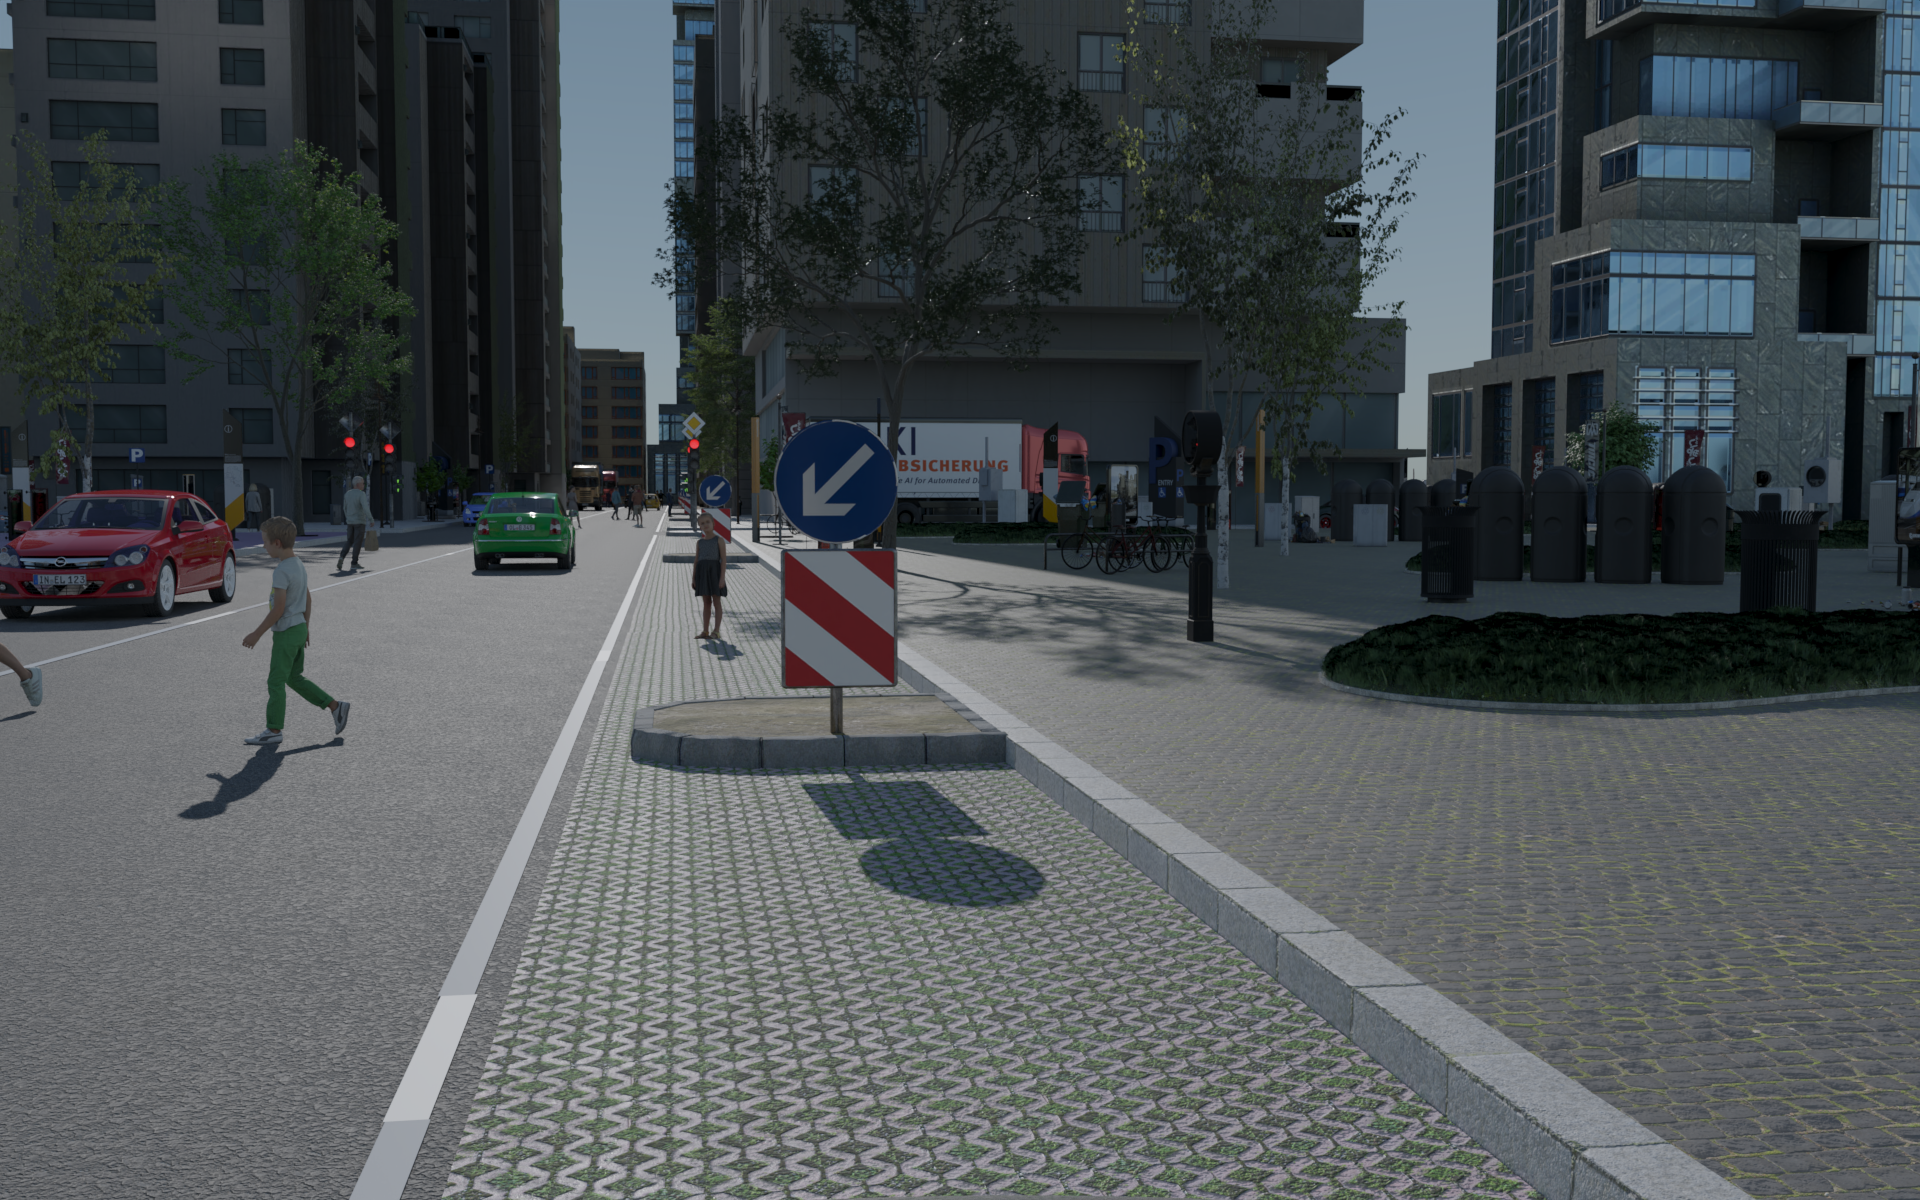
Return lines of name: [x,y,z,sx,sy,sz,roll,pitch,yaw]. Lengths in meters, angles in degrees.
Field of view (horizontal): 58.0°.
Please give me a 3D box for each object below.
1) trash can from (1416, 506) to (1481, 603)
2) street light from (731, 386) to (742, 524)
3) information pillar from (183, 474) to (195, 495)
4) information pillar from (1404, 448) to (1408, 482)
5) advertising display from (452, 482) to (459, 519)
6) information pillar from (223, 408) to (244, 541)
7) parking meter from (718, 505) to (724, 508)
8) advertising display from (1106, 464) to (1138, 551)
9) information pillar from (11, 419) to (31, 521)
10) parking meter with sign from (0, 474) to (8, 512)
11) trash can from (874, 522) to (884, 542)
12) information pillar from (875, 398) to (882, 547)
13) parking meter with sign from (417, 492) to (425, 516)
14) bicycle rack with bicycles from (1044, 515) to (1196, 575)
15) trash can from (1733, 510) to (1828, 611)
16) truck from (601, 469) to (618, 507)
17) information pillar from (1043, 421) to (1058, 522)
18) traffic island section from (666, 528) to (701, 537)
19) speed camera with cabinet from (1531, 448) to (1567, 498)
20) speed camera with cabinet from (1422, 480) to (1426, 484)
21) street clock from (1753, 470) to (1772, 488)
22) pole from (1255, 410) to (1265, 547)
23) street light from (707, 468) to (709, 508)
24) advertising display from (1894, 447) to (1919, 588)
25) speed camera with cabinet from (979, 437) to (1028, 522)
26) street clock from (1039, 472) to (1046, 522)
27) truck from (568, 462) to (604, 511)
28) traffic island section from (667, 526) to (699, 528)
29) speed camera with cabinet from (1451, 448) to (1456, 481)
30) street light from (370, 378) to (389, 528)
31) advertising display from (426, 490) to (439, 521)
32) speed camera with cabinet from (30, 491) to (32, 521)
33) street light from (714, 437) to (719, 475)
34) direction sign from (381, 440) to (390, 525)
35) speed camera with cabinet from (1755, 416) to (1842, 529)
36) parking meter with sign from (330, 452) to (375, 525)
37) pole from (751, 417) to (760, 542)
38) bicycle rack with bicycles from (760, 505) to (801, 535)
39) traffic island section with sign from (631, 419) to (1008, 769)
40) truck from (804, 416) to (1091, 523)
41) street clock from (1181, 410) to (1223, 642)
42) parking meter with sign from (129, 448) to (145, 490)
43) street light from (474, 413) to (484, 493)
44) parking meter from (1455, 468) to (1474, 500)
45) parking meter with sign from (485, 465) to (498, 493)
trash can: [5.790,-0.545,20.557,0.748,1.137,0.748,0,3,0]
street light: [-9.472,-6.176,73.769,0.468,5.910,1.993,-1,4,-9]
information pillar: [-28.872,-3.694,64.882,0.304,2.012,0.304,3,4,38]
information pillar: [22.484,-5.905,87.900,0.504,3.616,0.183,3,4,37]
advertising display: [-26.723,-5.227,90.682,0.974,1.923,0.123,-1,4,-14]
information pillar: [-19.881,-3.426,47.373,0.504,3.616,0.183,0,4,-8]
parking meter: [-11.488,-4.742,83.243,0.255,1.863,0.399,0,4,-3]
advertising display: [3.545,-1.997,37.871,0.123,1.923,0.974,3,5,44]
information pillar: [-29.471,-3.855,54.392,0.504,3.616,0.183,0,4,-4]
parking meter with sign: [-37.360,-4.339,67.197,0.543,3.016,1.738,2,4,34]
trash can: [-2.142,-2.115,46.241,0.748,1.137,0.748,0,3,0]
information pillar: [-1.960,-3.093,41.931,0.183,3.616,0.504,0,4,-3]
parking meter with sign: [-31.654,-6.351,100.096,1.738,3.016,0.543,2,4,29]
bicycle rack with bicycles: [2.861,-0.956,29.012,2.925,0.926,2.852,-2,4,-30]
trash can: [7.111,-0.208,15.048,0.748,1.137,0.748,0,3,0]
truck: [-39.549,-12.524,193.682,2.839,4.237,11.283,-1,4,-10]
information pillar: [2.922,-3.927,55.565,0.504,3.616,0.183,0,4,2]
traffic island section: [-9.041,-2.261,59.251,2.009,0.180,2.903,-1,4,-9]
speed camera with cabinet: [25.565,-4.927,74.897,0.660,3.252,2.038,-1,4,-17]
speed camera with cabinet: [29.872,-7.238,112.672,0.660,3.252,2.038,-1,4,-15]
street clock: [24.574,-2.967,53.086,0.358,2.002,0.471,-3,5,-42]
pole: [7.260,-2.941,41.929,0.158,3.312,0.155,0,3,0]
street light: [-20.560,-10.297,141.141,0.468,5.910,1.993,-1,4,-9]
advertising display: [13.105,-1.126,23.617,0.123,1.923,0.974,0,4,-5]
speed camera with cabinet: [1.490,-3.987,59.525,0.660,3.252,2.038,-3,4,-37]
street clock: [2.778,-3.246,57.639,0.358,2.002,0.471,1,4,12]
truck: [-33.008,-10.063,153.447,2.839,4.237,11.283,-1,4,-10]
traffic island section: [-10.346,-2.743,67.129,2.009,0.180,2.903,-1,4,-9]
speed camera with cabinet: [21.051,-4.822,73.181,0.660,3.252,2.038,1,4,18]
street light: [-21.872,-5.661,65.345,0.468,5.910,1.993,-1,4,-9]
advertising display: [-25.013,-4.702,82.095,0.974,1.923,0.123,3,5,45]
speed camera with cabinet: [-43.464,-5.302,81.021,2.038,3.252,0.660,0,4,-3]
street light: [-15.014,-8.246,107.603,0.468,5.910,1.993,-1,4,-9]
direction sign: [-23.940,-4.908,72.245,0.379,3.537,0.876,1,4,11]
speed camera with cabinet: [21.541,-3.072,44.556,0.660,3.252,2.038,-2,4,-30]
parking meter with sign: [-25.336,-4.643,72.178,1.738,3.016,0.543,-3,4,-38]
pole: [-5.442,-3.198,46.136,0.158,3.312,0.155,0,3,0]
bicycle rack with bicycles: [-5.106,-2.625,56.295,2.925,0.926,2.852,-3,5,-44]
traffic island section with sign: [-0.881,-0.081,9.958,1.989,1.847,2.006,-1,4,-9]
truck: [-0.153,-4.626,64.546,11.283,4.237,2.839,-1,4,-11]
street clock: [2.098,-0.642,15.064,0.358,2.002,0.471,-1,4,-10]
parking meter with sign: [-31.538,-4.293,66.453,0.543,3.016,1.738,-2,4,-25]
street light: [-27.609,-7.749,99.490,0.468,5.910,1.993,-1,4,-9]
parking meter: [11.449,-2.053,39.274,0.399,1.863,0.255,1,4,8]
parking meter with sign: [-27.901,-6.563,103.567,0.543,3.016,1.738,0,4,-1]
